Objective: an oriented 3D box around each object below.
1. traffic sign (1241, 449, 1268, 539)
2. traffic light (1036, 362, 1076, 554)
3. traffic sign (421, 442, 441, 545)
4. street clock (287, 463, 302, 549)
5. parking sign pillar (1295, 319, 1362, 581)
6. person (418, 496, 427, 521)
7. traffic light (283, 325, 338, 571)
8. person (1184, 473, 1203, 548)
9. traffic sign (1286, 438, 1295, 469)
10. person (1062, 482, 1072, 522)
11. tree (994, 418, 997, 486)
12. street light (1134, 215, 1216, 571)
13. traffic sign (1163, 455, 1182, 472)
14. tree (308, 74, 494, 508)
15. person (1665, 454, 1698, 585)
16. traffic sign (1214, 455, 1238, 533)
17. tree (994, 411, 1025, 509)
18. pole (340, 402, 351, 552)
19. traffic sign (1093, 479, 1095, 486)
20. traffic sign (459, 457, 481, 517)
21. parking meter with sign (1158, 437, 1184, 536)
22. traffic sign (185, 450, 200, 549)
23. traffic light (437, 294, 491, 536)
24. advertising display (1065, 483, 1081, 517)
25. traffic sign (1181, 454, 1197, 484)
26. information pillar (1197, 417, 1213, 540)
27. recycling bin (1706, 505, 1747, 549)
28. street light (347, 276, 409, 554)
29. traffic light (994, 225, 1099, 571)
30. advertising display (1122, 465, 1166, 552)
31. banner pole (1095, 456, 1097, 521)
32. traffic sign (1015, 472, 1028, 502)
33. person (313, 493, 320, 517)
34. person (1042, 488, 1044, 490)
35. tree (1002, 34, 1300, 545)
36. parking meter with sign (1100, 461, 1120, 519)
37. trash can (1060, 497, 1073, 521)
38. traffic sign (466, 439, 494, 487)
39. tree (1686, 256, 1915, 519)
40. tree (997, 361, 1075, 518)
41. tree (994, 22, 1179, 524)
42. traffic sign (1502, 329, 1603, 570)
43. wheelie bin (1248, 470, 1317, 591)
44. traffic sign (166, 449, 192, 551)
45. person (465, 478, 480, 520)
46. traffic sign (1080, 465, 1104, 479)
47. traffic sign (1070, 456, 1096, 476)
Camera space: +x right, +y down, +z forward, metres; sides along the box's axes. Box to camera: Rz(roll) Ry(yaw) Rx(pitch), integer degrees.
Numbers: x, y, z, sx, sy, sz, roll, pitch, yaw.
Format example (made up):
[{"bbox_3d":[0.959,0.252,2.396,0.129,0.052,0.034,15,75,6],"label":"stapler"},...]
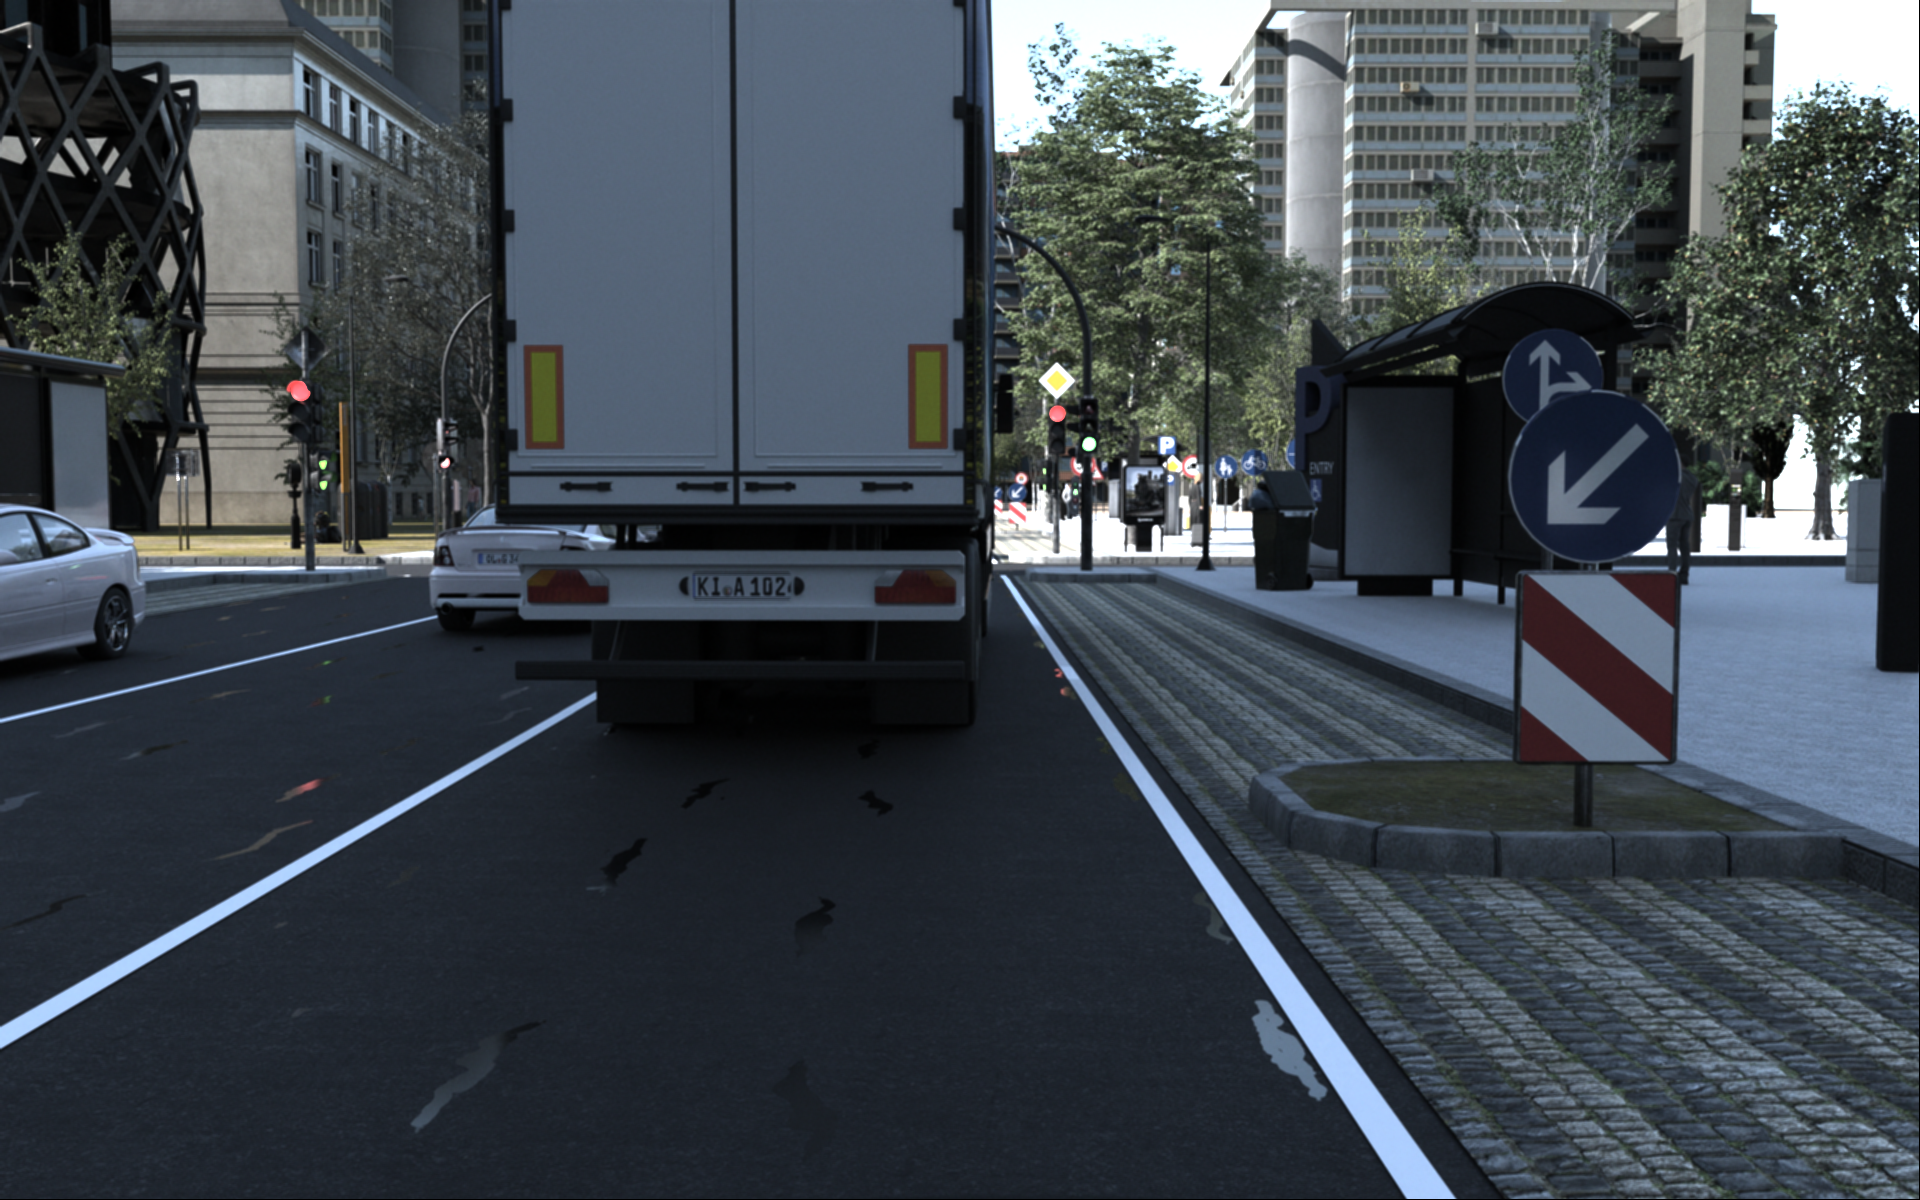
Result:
[{"bbox_3d":[8.332,-2.994,49.062,0.768,2.556,0.104,0,4,7],"label":"traffic sign"},{"bbox_3d":[2.042,-2.939,36.980,0.839,4.253,0.868,0,4,0],"label":"traffic light"},{"bbox_3d":[-12.701,-2.561,41.986,0.768,2.556,0.104,1,4,9],"label":"traffic sign"},{"bbox_3d":[-15.564,-2.200,40.536,0.358,2.002,0.471,-2,4,-35],"label":"street clock"},{"bbox_3d":[5.549,-2.302,26.111,1.447,3.967,1.447,-1,4,-18],"label":"parking sign pillar"},{"bbox_3d":[-25.751,-4.391,82.847,0.382,1.210,0.505,0,4,7],"label":"person"},{"bbox_3d":[-10.861,-2.444,28.886,0.839,4.253,0.868,0,4,0],"label":"traffic light"},{"bbox_3d":[5.697,-2.171,41.751,0.699,1.804,1.509,1,4,13],"label":"person"},{"bbox_3d":[7.504,-2.312,37.913,0.768,2.556,0.104,0,4,5],"label":"traffic sign"},{"bbox_3d":[5.050,-4.585,80.852,0.661,1.843,0.795,-2,4,-31],"label":"person"},{"bbox_3d":[4.813,-9.773,110.145,4.360,8.622,3.978,0,3,0],"label":"tree"},{"bbox_3d":[3.597,-3.453,28.993,1.470,5.913,1.316,0,4,0],"label":"street light"},{"bbox_3d":[7.156,-3.576,58.208,0.795,2.593,0.064,0,4,8],"label":"traffic sign"},{"bbox_3d":[-13.699,-8.560,50.318,12.009,13.543,11.850,0,3,0],"label":"tree"},{"bbox_3d":[10.103,-1.142,24.523,0.655,1.846,0.447,-2,4,-33],"label":"person"},{"bbox_3d":[8.678,-3.454,56.585,0.768,2.556,0.104,0,4,2],"label":"traffic sign"},{"bbox_3d":[4.040,-12.350,152.277,4.737,8.622,4.395,0,3,0],"label":"tree"},{"bbox_3d":[-13.677,-2.734,38.539,0.158,3.312,0.155,0,3,0],"label":"pole"},{"bbox_3d":[8.377,-6.807,111.304,0.884,2.594,0.081,0,4,6],"label":"traffic sign"},{"bbox_3d":[-16.899,-3.646,59.719,0.768,2.556,0.104,0,4,8],"label":"traffic sign"},{"bbox_3d":[6.529,-3.490,53.321,0.543,3.016,1.738,1,4,18],"label":"parking meter with sign"},{"bbox_3d":[-17.942,-2.328,40.193,0.606,2.300,0.079,0,3,0],"label":"traffic sign"},{"bbox_3d":[-8.828,-3.808,36.921,4.771,5.953,1.251,0,4,0],"label":"traffic light"},{"bbox_3d":[6.454,-5.724,98.793,0.974,1.923,0.123,1,4,18],"label":"advertising display"},{"bbox_3d":[7.507,-3.404,55.755,0.768,2.556,0.104,0,4,7],"label":"traffic sign"},{"bbox_3d":[6.825,-3.484,48.322,0.504,3.616,0.183,-2,4,-29],"label":"information pillar"},{"bbox_3d":[18.144,-1.741,41.016,0.722,1.027,0.722,1,4,8],"label":"recycling bin"},{"bbox_3d":[-12.408,-3.941,36.975,1.470,5.913,1.316,0,4,0],"label":"street light"},{"bbox_3d":[0.008,-3.313,28.839,4.771,5.953,1.251,0,4,0],"label":"traffic light"},{"bbox_3d":[4.077,-2.028,38.377,0.974,1.923,0.123,-1,4,-15],"label":"advertising display"},{"bbox_3d":[6.395,-5.596,81.510,0.401,3.779,0.863,0,4,4],"label":"banner pole"},{"bbox_3d":[3.587,-6.179,101.126,0.768,2.556,0.104,0,4,5],"label":"traffic sign"},{"bbox_3d":[-24.892,-3.707,66.825,0.511,1.800,0.466,2,4,28],"label":"person"},{"bbox_3d":[6.552,-7.713,132.941,0.721,1.735,1.217,0,4,-7],"label":"person"},{"bbox_3d":[4.758,-7.664,43.431,7.486,12.596,7.792,0,3,0],"label":"tree"},{"bbox_3d":[8.135,-5.764,90.496,0.543,3.016,1.738,-3,5,-44],"label":"parking meter with sign"},{"bbox_3d":[5.107,-4.377,83.216,0.748,1.137,0.748,0,3,0],"label":"trash can"},{"bbox_3d":[-17.086,-4.279,63.834,2.265,3.308,0.079,0,4,5],"label":"traffic sign"},{"bbox_3d":[47.063,-11.556,90.767,18.604,14.587,13.155,1,4,8],"label":"tree"},{"bbox_3d":[4.333,-8.796,94.174,4.360,8.622,3.978,0,3,0],"label":"tree"},{"bbox_3d":[3.096,-13.247,72.474,12.611,20.169,13.585,0,3,0],"label":"tree"},{"bbox_3d":[4.574,-0.817,13.459,0.768,2.556,0.104,0,4,3],"label":"traffic sign"},{"bbox_3d":[4.289,-0.937,23.220,0.980,1.594,0.693,-2,4,-26],"label":"wheelie bin"},{"bbox_3d":[-17.599,-2.258,39.052,0.606,2.300,0.079,0,4,5],"label":"traffic sign"},{"bbox_3d":[-16.481,-3.208,58.499,0.555,1.821,0.388,1,4,22],"label":"person"},{"bbox_3d":[4.734,-3.801,62.145,0.884,2.594,0.081,0,4,4],"label":"traffic sign"},{"bbox_3d":[3.650,-3.137,51.401,0.768,2.556,0.104,0,4,4],"label":"traffic sign"}]
